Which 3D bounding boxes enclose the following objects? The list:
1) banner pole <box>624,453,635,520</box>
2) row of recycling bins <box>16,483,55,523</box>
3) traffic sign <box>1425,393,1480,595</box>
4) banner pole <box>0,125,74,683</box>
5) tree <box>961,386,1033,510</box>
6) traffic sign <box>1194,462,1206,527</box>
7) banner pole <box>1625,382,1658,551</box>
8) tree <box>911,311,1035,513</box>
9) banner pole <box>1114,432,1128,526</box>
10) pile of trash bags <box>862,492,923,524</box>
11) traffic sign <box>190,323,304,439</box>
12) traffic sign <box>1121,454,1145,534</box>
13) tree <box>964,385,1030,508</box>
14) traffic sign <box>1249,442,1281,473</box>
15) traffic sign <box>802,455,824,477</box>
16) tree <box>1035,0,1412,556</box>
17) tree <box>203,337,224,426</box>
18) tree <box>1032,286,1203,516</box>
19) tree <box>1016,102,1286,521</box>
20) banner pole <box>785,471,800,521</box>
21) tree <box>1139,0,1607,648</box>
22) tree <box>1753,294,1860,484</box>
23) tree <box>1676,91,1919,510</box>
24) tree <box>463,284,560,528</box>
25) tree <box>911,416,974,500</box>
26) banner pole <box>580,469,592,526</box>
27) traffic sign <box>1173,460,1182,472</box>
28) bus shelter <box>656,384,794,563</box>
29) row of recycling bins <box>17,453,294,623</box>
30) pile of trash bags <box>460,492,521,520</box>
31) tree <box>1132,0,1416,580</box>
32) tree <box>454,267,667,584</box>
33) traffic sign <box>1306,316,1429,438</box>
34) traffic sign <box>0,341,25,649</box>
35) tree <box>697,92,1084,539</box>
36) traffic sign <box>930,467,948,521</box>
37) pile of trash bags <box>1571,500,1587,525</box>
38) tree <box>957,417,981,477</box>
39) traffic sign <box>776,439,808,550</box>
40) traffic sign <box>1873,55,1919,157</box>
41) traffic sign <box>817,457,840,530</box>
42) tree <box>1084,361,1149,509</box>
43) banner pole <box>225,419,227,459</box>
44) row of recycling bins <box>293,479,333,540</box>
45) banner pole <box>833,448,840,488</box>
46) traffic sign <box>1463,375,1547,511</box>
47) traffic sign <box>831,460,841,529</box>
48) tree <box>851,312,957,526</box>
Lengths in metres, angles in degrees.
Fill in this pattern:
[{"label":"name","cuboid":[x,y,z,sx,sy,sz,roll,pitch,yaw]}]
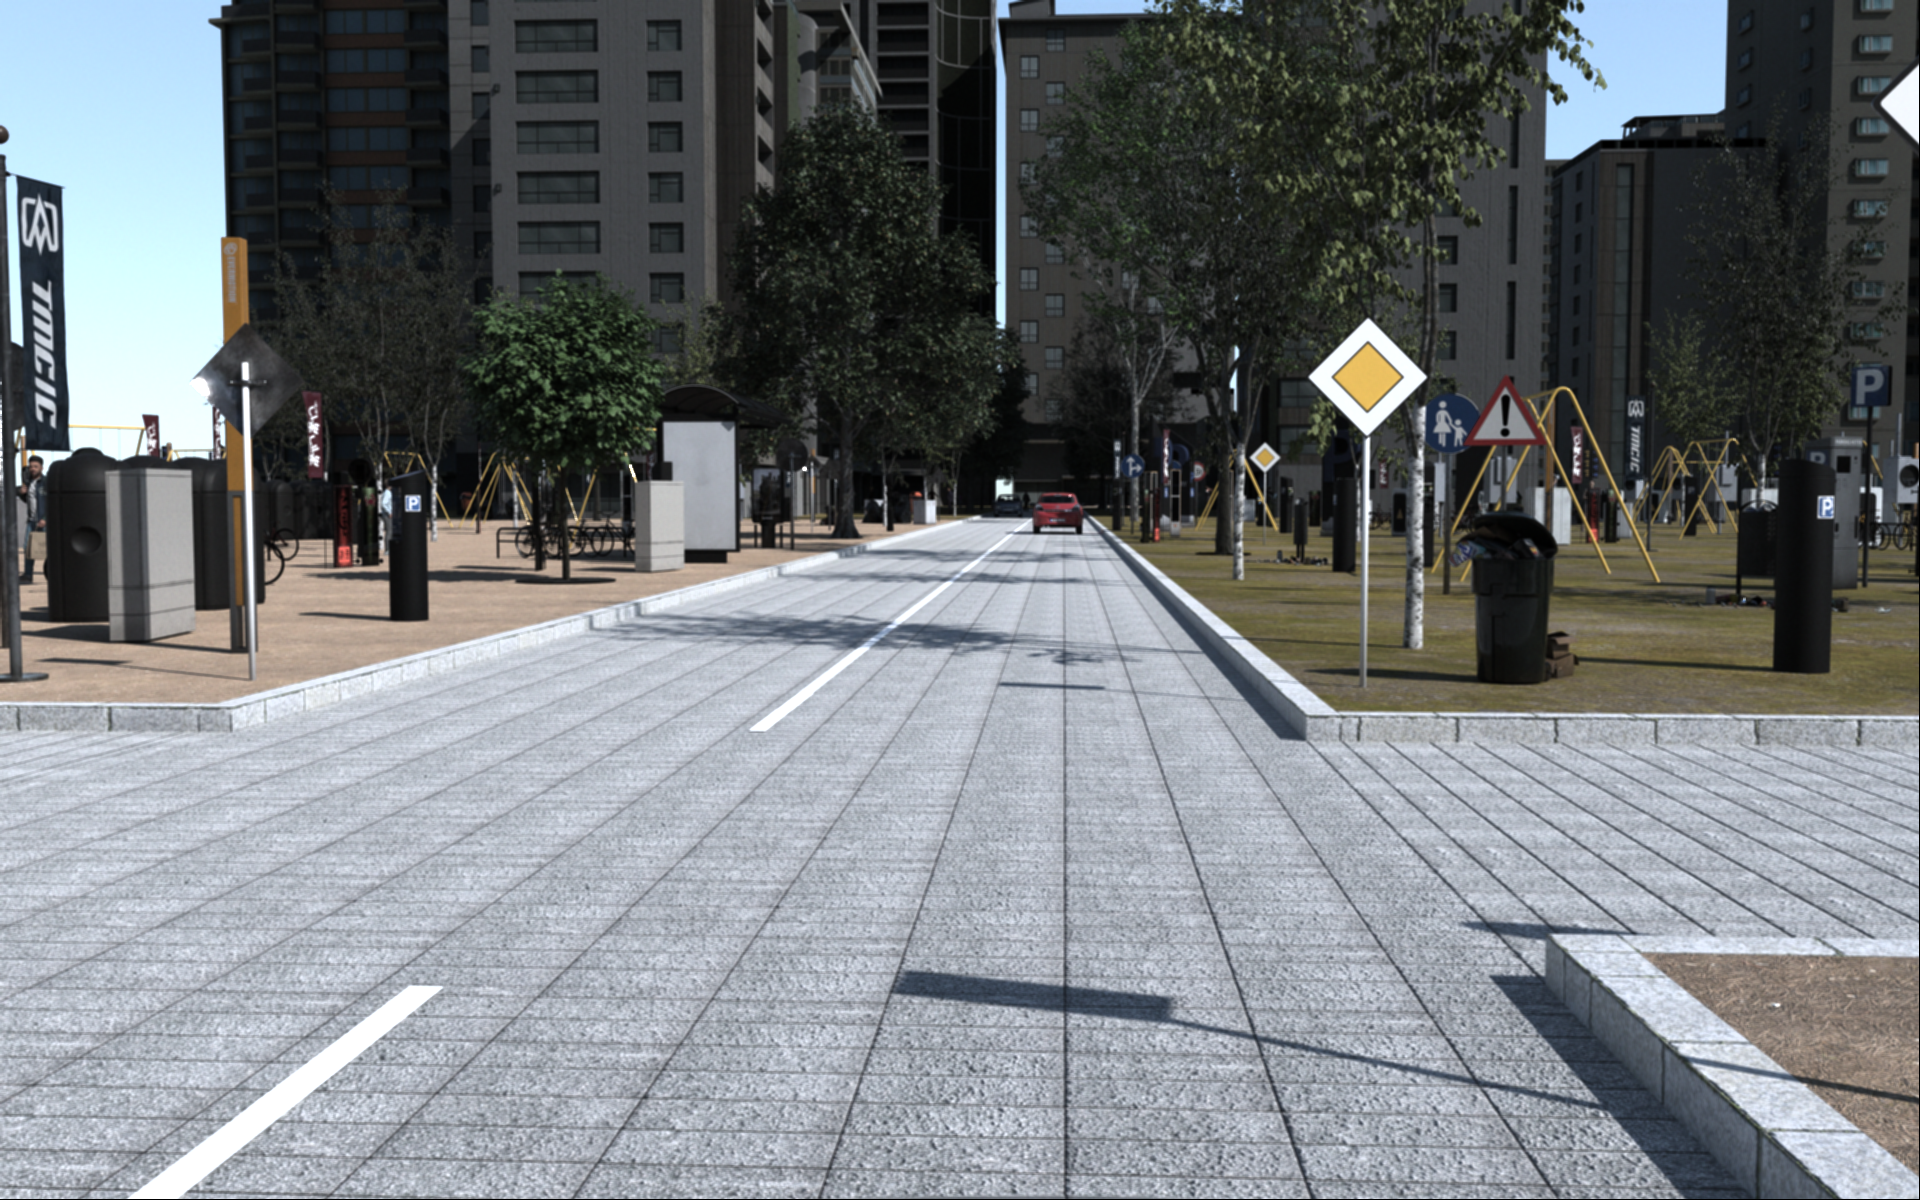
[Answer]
[{"label":"banner pole","cuboid":[-16.425,-5.866,85.926,0.863,3.779,0.401,3,5,43]},{"label":"row of recycling bins","cuboid":[-46.513,-4.786,85.369,3.534,1.692,1.069,1,4,21]},{"label":"traffic sign","cuboid":[6.201,-1.339,22.000,0.768,2.556,0.104,0,4,6]},{"label":"banner pole","cuboid":[-6.480,-1.349,12.078,0.401,3.779,0.863,1,4,10]},{"label":"tree","cuboid":[1.693,-12.516,139.052,8.767,10.594,7.601,0,4,5]},{"label":"traffic sign","cuboid":[9.279,-4.153,68.009,0.768,2.556,0.104,1,4,9]},{"label":"banner pole","cuboid":[15.239,-2.980,38.742,0.863,3.779,0.401,-1,4,-11]},{"label":"tree","cuboid":[0.753,-12.995,119.130,9.857,13.997,8.962,0,3,0]},{"label":"banner pole","cuboid":[6.409,-4.859,69.469,0.401,3.779,0.863,3,5,43]},{"label":"pile of trash bags","cuboid":[-2.763,-4.033,75.690,1.912,1.369,3.447,-3,4,-39]},{"label":"traffic sign","cuboid":[-4.887,-0.593,11.884,0.795,2.593,0.064,0,4,3]},{"label":"traffic sign","cuboid":[5.490,-3.363,55.092,0.768,2.556,0.104,1,4,9]},{"label":"tree","cuboid":[2.856,-14.660,157.822,7.486,12.596,7.792,0,3,0]},{"label":"traffic sign","cuboid":[7.699,-2.686,43.653,0.795,2.593,0.064,1,4,11]},{"label":"traffic sign","cuboid":[-4.927,-3.533,57.505,0.795,2.593,0.064,0,4,7]},{"label":"tree","cuboid":[5.382,-6.749,36.103,9.928,11.665,9.643,0,3,0]},{"label":"tree","cuboid":[-26.526,-7.081,66.129,4.360,8.622,3.978,0,3,0]},{"label":"tree","cuboid":[9.403,-11.672,101.210,12.009,13.543,11.850,0,3,0]},{"label":"tree","cuboid":[9.477,-13.737,80.493,12.611,20.169,13.585,0,3,0]},{"label":"banner pole","cuboid":[-8.109,-5.722,83.564,0.863,3.779,0.401,-3,5,-43]},{"label":"tree","cuboid":[3.568,-3.911,14.307,4.737,8.622,4.395,0,3,0]},{"label":"tree","cuboid":[30.047,-6.840,62.199,4.737,8.622,4.395,0,3,0]},{"label":"tree","cuboid":[15.432,-5.041,32.785,4.360,8.622,3.978,0,3,0]},{"label":"tree","cuboid":[-15.565,-6.750,60.718,4.737,8.622,4.395,0,3,0]},{"label":"tree","cuboid":[-1.577,-8.293,85.958,4.737,8.622,4.395,0,3,0]},{"label":"banner pole","cuboid":[-15.308,-4.949,70.936,0.401,3.779,0.863,1,4,20]},{"label":"traffic sign","cuboid":[7.925,-3.965,64.936,0.768,2.556,0.104,1,4,12]},{"label":"bus shelter","cuboid":[-4.719,-2.485,34.552,2.014,3.302,5.546,0,4,3]},{"label":"row of recycling bins","cuboid":[-8.649,-0.722,18.923,1.069,1.692,3.534,0,4,4]},{"label":"pile of trash bags","cuboid":[-23.789,-4.740,87.243,3.447,1.369,1.912,2,4,27]},{"label":"tree","cuboid":[4.372,-4.619,25.884,4.360,8.622,3.978,0,3,0]},{"label":"tree","cuboid":[-5.761,-2.543,25.299,4.285,4.588,4.351,0,3,0]},{"label":"traffic sign","cuboid":[2.693,-0.564,11.411,0.795,2.593,0.064,0,4,3]},{"label":"traffic sign","cuboid":[-7.927,-0.870,14.326,0.768,2.556,0.104,1,4,13]},{"label":"tree","cuboid":[-3.204,-8.125,49.846,9.611,12.733,9.660,0,3,0]},{"label":"traffic sign","cuboid":[-0.988,-4.963,81.148,0.884,2.594,0.081,0,4,5]},{"label":"pile of trash bags","cuboid":[26.001,-3.940,74.172,1.912,1.369,3.447,0,4,3]},{"label":"tree","cuboid":[-0.405,-9.055,98.405,4.360,8.622,3.978,0,3,0]},{"label":"traffic sign","cuboid":[-3.869,-2.432,39.870,0.768,2.556,0.104,1,4,10]},{"label":"traffic sign","cuboid":[2.214,-0.076,3.440,0.795,2.593,0.064,0,4,3]},{"label":"traffic sign","cuboid":[-4.605,-3.738,61.125,0.884,2.594,0.081,0,4,5]},{"label":"tree","cuboid":[12.186,-14.132,148.061,9.611,12.733,9.660,0,3,0]},{"label":"banner pole","cuboid":[-21.509,-3.719,50.818,0.401,3.779,0.863,-2,4,-27]},{"label":"row of recycling bins","cuboid":[-18.785,-2.526,48.415,1.069,1.692,3.534,1,4,19]},{"label":"banner pole","cuboid":[-5.825,-5.703,83.258,0.401,3.779,0.863,-3,5,-41]},{"label":"traffic sign","cuboid":[5.964,-1.162,19.005,0.884,2.594,0.081,1,4,9]},{"label":"traffic sign","cuboid":[-4.608,-3.908,64.005,0.768,2.556,0.104,1,4,11]},{"label":"tree","cuboid":[-2.741,-7.234,68.637,4.360,8.622,3.978,0,3,0]}]
